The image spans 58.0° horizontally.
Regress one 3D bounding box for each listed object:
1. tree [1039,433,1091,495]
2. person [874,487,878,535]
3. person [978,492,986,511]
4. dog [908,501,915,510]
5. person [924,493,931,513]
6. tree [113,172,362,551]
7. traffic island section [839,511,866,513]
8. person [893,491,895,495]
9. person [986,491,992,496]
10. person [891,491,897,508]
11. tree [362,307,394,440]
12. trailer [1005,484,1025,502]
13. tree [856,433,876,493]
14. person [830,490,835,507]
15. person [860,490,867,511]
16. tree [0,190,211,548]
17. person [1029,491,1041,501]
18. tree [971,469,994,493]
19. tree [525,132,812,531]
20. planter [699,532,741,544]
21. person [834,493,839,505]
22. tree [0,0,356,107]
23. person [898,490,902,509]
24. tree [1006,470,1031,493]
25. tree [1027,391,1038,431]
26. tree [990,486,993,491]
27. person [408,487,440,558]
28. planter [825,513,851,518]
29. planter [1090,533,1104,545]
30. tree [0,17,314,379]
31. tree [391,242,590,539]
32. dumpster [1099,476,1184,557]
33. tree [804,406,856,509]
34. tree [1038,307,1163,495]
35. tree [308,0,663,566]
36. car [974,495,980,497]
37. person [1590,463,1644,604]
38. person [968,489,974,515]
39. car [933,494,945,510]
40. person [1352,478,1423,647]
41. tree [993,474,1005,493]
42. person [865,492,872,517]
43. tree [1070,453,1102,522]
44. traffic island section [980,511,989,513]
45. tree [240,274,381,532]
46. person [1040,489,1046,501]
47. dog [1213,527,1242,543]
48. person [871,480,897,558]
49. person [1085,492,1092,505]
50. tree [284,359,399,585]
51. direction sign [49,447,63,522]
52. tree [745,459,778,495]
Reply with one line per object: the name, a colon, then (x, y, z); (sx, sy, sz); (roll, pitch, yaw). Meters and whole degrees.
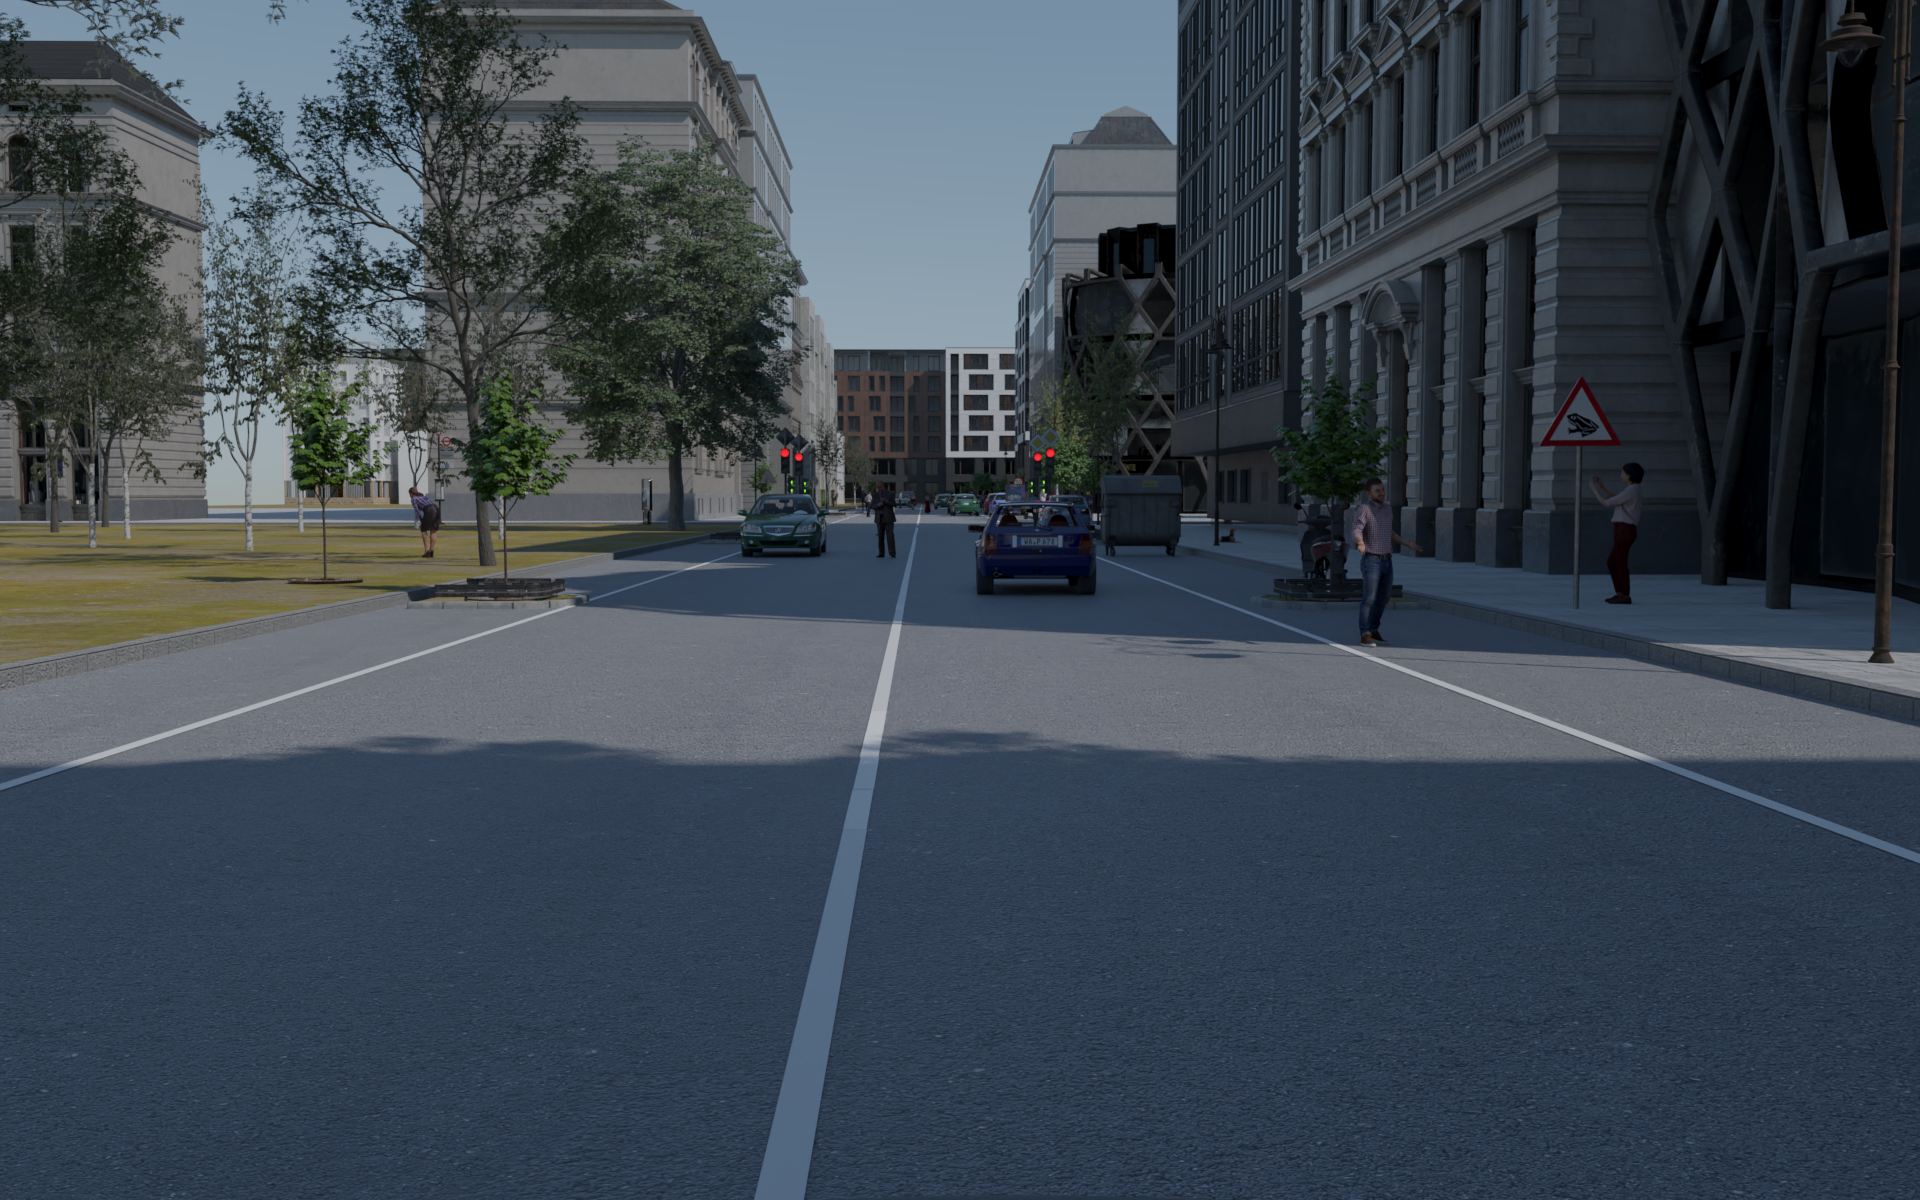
tree: (5.562, -6.663, 92.650); (4.285, 4.588, 4.351); (0, 3, 0)
person: (-2.773, -3.098, 60.070); (0.541, 1.710, 0.530); (-3, 5, -45)
person: (1.884, -8.183, 144.251); (0.963, 1.587, 0.435); (-2, 4, -28)
dog: (-4.249, -8.422, 154.541); (0.800, 0.831, 0.513); (3, 4, 36)
person: (-2.405, -7.170, 128.195); (0.387, 1.526, 0.523); (3, 4, 37)
tree: (-16.124, -5.430, 39.147); (4.360, 8.622, 3.978); (0, 3, 0)
traffic island section: (-8.208, -6.718, 132.700); (1.991, 0.108, 1.994); (0, 4, -1)
person: (-7.737, -11.880, 203.268); (0.617, 1.759, 0.750); (-2, 4, -24)
person: (2.391, -8.067, 141.870); (0.593, 1.643, 0.415); (-2, 4, -30)
person: (-3.485, -4.745, 88.139); (0.516, 1.574, 0.319); (0, 4, -8)
tree: (-20.104, -6.938, 63.806); (4.360, 8.622, 3.978); (0, 3, 0)
trailer: (3.131, -5.660, 99.596); (1.471, 1.999, 3.904); (0, 4, -2)
tree: (-11.982, -15.151, 198.076); (4.360, 8.622, 3.978); (0, 3, 0)
person: (-12.726, -10.162, 172.910); (0.721, 1.735, 1.217); (-1, 4, -23)
person: (-8.095, -8.454, 147.175); (0.683, 1.767, 0.568); (-2, 4, -24)
tree: (-21.037, -5.562, 41.301); (4.360, 8.622, 3.978); (0, 3, 0)
person: (2.959, -3.512, 68.132); (0.429, 1.552, 0.499); (-1, 4, -20)
tree: (2.799, -14.763, 225.087); (4.285, 4.588, 4.351); (0, 3, 0)
tree: (-10.019, -9.387, 60.129); (9.857, 13.997, 8.962); (0, 3, 0)
planter: (-6.485, -1.791, 50.422); (1.991, 0.319, 1.994); (0, 4, -1)
person: (-13.928, -11.375, 195.249); (0.421, 1.427, 0.697); (-3, 4, -38)
tree: (-7.880, -6.079, 9.769); (12.009, 13.543, 11.850); (0, 3, 0)
person: (-5.914, -9.943, 171.059); (0.705, 1.826, 1.348); (1, 4, 9)
tree: (4.785, -8.654, 136.091); (1.663, 3.219, 1.824); (0, 3, 0)
tree: (6.125, -9.475, 105.272); (4.737, 8.622, 4.395); (0, 3, 0)
tree: (4.142, -11.948, 189.955); (1.663, 3.219, 1.824); (0, 3, 0)
person: (-10.789, -1.563, 34.831); (0.697, 1.427, 0.421); (2, 4, 24)
planter: (-7.632, -5.149, 105.328); (1.991, 0.319, 1.994); (0, 4, -1)
planter: (4.239, -1.743, 49.642); (1.991, 0.319, 1.994); (0, 4, -1)
tree: (-17.987, -5.944, 31.595); (8.767, 10.594, 7.601); (1, 4, 10)
tree: (-12.939, -6.048, 49.248); (4.360, 8.622, 3.978); (0, 3, 0)
dumpster: (4.174, -1.952, 40.135); (1.865, 1.857, 1.264); (0, 4, -2)
tree: (-10.948, -11.821, 143.639); (4.360, 8.622, 3.978); (0, 3, 0)
tree: (5.731, -7.157, 67.375); (4.737, 8.622, 4.395); (0, 3, 0)
tree: (-8.739, -5.884, 30.608); (7.601, 10.594, 8.767); (1, 4, 10)
car: (1.440, -9.971, 175.608); (1.945, 1.354, 3.894); (0, 4, 1)
person: (7.669, -0.779, 20.247); (0.517, 1.644, 0.566); (-1, 4, -15)
person: (0.813, -6.635, 117.429); (0.568, 1.767, 0.683); (-2, 4, -24)
car: (-1.474, -9.205, 162.294); (2.131, 1.459, 4.920); (0, 4, -2)
person: (3.933, -0.360, 16.343); (0.963, 1.587, 0.435); (-3, 5, -43)
tree: (4.209, -10.265, 162.427); (1.663, 3.219, 1.824); (0, 3, 0)
person: (-5.682, -5.931, 107.681); (0.614, 1.554, 0.590); (3, 5, 43)
tree: (6.218, -5.241, 80.289); (1.663, 3.219, 1.824); (0, 3, 0)
traffic island section: (2.499, -6.747, 133.179); (1.991, 0.108, 1.994); (0, 4, -1)
tree: (-22.064, -6.601, 58.292); (4.737, 8.622, 4.395); (0, 3, 0)
person: (5.309, -6.343, 110.419); (0.621, 1.740, 0.551); (-1, 4, -10)
dog: (7.046, -1.710, 45.697); (0.550, 0.427, 0.748); (-2, 4, -25)
person: (-1.712, -1.825, 39.034); (0.565, 1.739, 0.600); (-1, 4, -14)
person: (8.074, -6.143, 109.022); (0.480, 1.512, 0.613); (0, 4, 2)
tree: (-9.191, -1.849, 24.825); (1.663, 3.219, 1.824); (0, 3, 0)
direction sign: (-41.078, -5.307, 78.769); (0.876, 3.537, 0.379); (2, 4, 28)
tree: (-10.210, -5.782, 89.142); (1.663, 3.219, 1.824); (0, 3, 0)
